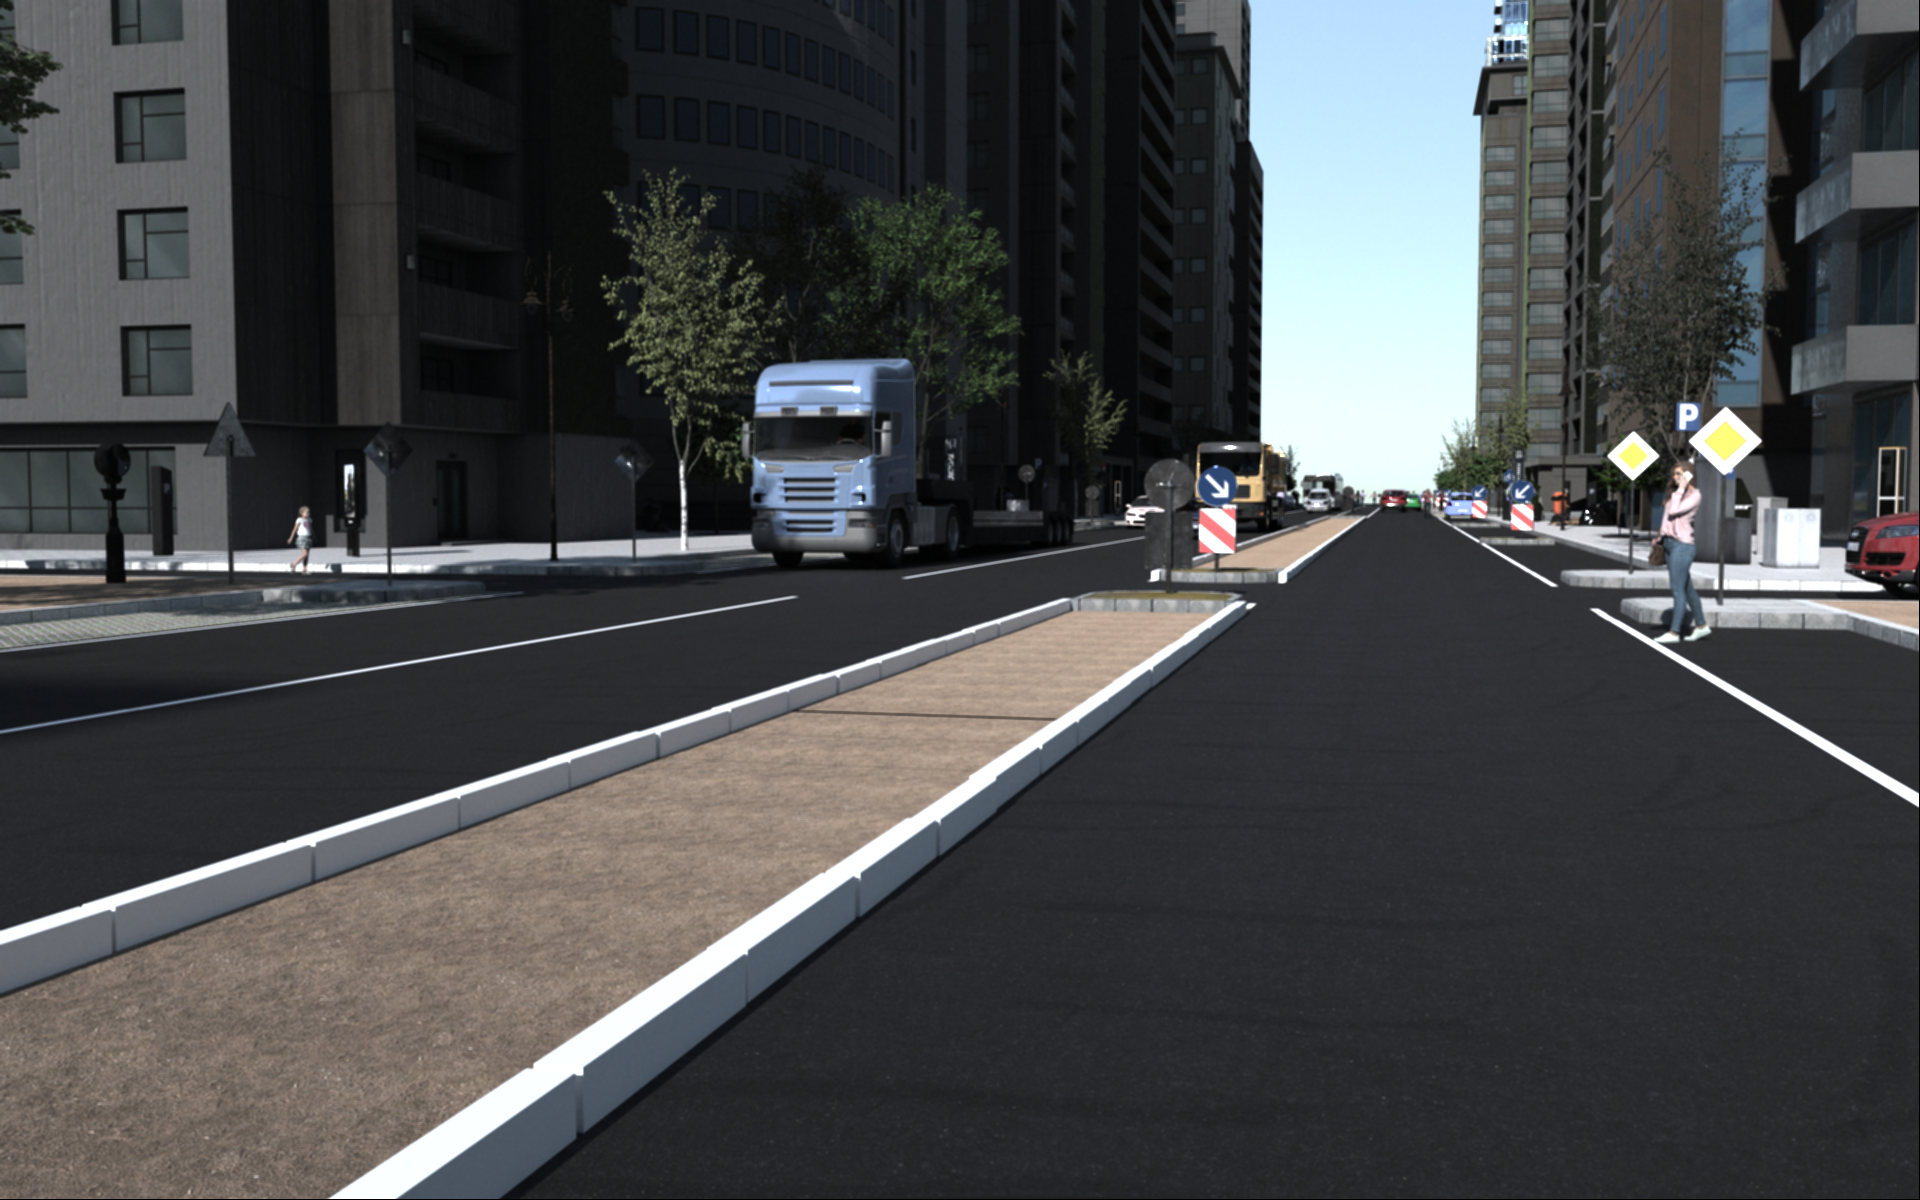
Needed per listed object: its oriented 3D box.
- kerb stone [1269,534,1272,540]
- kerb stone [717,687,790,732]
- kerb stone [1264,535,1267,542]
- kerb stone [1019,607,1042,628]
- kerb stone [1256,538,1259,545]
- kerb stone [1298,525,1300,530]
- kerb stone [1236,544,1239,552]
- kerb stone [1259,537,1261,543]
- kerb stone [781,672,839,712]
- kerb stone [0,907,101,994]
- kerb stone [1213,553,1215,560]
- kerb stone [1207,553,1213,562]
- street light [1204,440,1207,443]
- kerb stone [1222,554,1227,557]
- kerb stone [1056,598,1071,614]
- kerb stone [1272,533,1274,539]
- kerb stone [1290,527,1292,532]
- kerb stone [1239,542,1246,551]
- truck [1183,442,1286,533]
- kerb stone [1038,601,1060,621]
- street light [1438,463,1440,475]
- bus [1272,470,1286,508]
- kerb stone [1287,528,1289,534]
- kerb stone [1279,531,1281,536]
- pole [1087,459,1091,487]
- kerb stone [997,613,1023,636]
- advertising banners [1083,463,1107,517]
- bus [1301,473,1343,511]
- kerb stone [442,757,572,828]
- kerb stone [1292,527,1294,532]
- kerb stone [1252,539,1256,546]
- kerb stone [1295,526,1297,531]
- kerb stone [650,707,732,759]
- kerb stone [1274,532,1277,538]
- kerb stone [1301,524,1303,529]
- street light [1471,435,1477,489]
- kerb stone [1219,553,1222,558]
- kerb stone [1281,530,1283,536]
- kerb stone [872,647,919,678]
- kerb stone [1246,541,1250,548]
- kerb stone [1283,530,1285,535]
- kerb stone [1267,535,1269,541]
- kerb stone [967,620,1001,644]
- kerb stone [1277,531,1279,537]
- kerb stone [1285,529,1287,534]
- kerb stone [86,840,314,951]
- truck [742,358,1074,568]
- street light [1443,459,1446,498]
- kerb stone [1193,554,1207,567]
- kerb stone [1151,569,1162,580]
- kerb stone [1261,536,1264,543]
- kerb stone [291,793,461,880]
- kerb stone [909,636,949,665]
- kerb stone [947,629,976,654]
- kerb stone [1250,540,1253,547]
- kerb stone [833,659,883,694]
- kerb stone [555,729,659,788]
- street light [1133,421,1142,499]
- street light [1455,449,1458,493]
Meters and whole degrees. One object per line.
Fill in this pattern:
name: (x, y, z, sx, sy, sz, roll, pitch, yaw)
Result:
kerb stone: (9.392, -1.892, 53.130, 0.120, 0.150, 1.000, 1, 4, 14)
kerb stone: (-1.306, 0.694, 10.844, 0.120, 0.150, 1.000, 1, 4, 14)
kerb stone: (8.893, -1.771, 51.147, 0.120, 0.150, 1.000, 1, 4, 14)
kerb stone: (0.707, 0.208, 18.798, 0.120, 0.150, 1.000, 1, 4, 14)
kerb stone: (8.137, -1.585, 48.165, 0.120, 0.150, 1.000, 1, 4, 14)
kerb stone: (13.160, -2.801, 68.034, 0.120, 0.150, 1.000, 1, 4, 14)
kerb stone: (6.637, -1.223, 42.194, 0.120, 0.150, 1.000, 1, 4, 14)
kerb stone: (8.386, -1.649, 49.161, 0.120, 0.150, 1.000, 1, 4, 14)
kerb stone: (-1.058, 0.634, 11.837, 0.120, 0.150, 1.000, 1, 4, 14)
kerb stone: (-2.805, 1.058, 4.890, 0.120, 0.150, 1.000, 1, 4, 14)
kerb stone: (5.372, -0.917, 37.233, 0.120, 0.150, 1.000, 1, 4, 14)
kerb stone: (5.130, -0.859, 36.240, 0.120, 0.150, 1.000, 1, 4, 14)
street light: (20.447, -10.496, 144.403, 0.468, 5.910, 1.993, 1, 4, 14)
kerb stone: (5.877, -1.038, 39.220, 0.120, 0.150, 1.000, 1, 4, 14)
kerb stone: (1.204, 0.086, 20.794, 0.120, 0.150, 1.000, 1, 4, 14)
kerb stone: (9.645, -1.953, 54.124, 0.120, 0.150, 1.000, 1, 4, 14)
kerb stone: (11.909, -2.499, 63.051, 0.120, 0.150, 1.000, 1, 4, 14)
kerb stone: (7.136, -1.345, 44.190, 0.120, 0.150, 1.000, 1, 4, 14)
truck: (10.790, -4.316, 66.491, 3.469, 3.379, 9.791, 1, 4, 15)
kerb stone: (0.956, 0.149, 19.802, 0.120, 0.150, 1.000, 1, 4, 14)
street light: (70.299, -17.226, 254.433, 0.468, 5.910, 1.993, 1, 4, 14)
bus: (24.191, -8.920, 137.392, 2.896, 3.916, 12.252, 1, 4, 15)
kerb stone: (11.404, -2.377, 61.066, 0.120, 0.150, 1.000, 1, 4, 14)
kerb stone: (10.397, -2.133, 57.100, 0.120, 0.150, 1.000, 1, 4, 14)
pole: (7.367, -6.436, 99.079, 0.158, 3.312, 0.155, 0, 3, 0)
kerb stone: (0.460, 0.268, 17.806, 0.120, 0.150, 1.000, 1, 4, 14)
advertising banners: (7.510, -6.094, 95.827, 0.090, 3.025, 2.074, 3, 5, 42)
bus: (30.837, -9.298, 146.881, 2.948, 3.499, 13.247, 1, 4, 16)
kerb stone: (-2.063, 0.878, 7.868, 0.120, 0.150, 1.000, 1, 4, 14)
kerb stone: (12.154, -2.558, 64.047, 0.120, 0.150, 1.000, 1, 4, 14)
kerb stone: (7.882, -1.525, 47.168, 0.120, 0.150, 1.000, 1, 4, 14)
kerb stone: (12.661, -2.681, 66.037, 0.120, 0.150, 1.000, 1, 4, 14)
kerb stone: (-1.555, 0.760, 9.853, 0.120, 0.150, 1.000, 1, 4, 14)
kerb stone: (9.900, -2.013, 55.114, 0.120, 0.150, 1.000, 1, 4, 14)
kerb stone: (13.665, -2.925, 70.023, 0.120, 0.150, 1.000, 1, 4, 14)
street light: (40.142, -9.953, 135.518, 0.468, 5.910, 1.993, 1, 4, 14)
kerb stone: (5.620, -0.980, 38.225, 0.120, 0.150, 1.000, 1, 4, 14)
kerb stone: (10.645, -2.196, 58.092, 0.120, 0.150, 1.000, 1, 4, 14)
kerb stone: (-0.543, 0.512, 13.828, 0.120, 0.150, 1.000, 1, 4, 14)
kerb stone: (7.388, -1.406, 45.184, 0.120, 0.150, 1.000, 1, 4, 14)
kerb stone: (10.894, -2.256, 59.083, 0.120, 0.150, 1.000, 1, 4, 14)
kerb stone: (9.142, -1.831, 52.139, 0.120, 0.150, 1.000, 1, 4, 14)
kerb stone: (0.201, 0.329, 16.817, 0.120, 0.150, 1.000, 1, 4, 14)
kerb stone: (10.148, -2.074, 56.109, 0.120, 0.150, 1.000, 1, 4, 14)
kerb stone: (11.148, -2.317, 60.077, 0.120, 0.150, 1.000, 1, 4, 14)
kerb stone: (-2.560, 0.998, 5.882, 0.120, 0.150, 1.000, 1, 4, 14)
truck: (-0.459, -3.090, 40.278, 2.967, 4.110, 18.799, 1, 4, 16)
street light: (60.783, -14.956, 217.317, 0.468, 5.910, 1.993, 1, 4, 14)
kerb stone: (4.864, -0.798, 35.244, 0.120, 0.150, 1.000, 1, 4, 14)
kerb stone: (3.364, -0.432, 29.282, 0.120, 0.150, 1.000, 1, 4, 14)
kerb stone: (8.636, -1.710, 50.152, 0.120, 0.150, 1.000, 1, 4, 14)
kerb stone: (-2.308, 0.937, 6.875, 0.120, 0.150, 1.000, 1, 4, 14)
kerb stone: (-0.304, 0.450, 14.832, 0.120, 0.150, 1.000, 1, 4, 14)
kerb stone: (-0.055, 0.398, 15.824, 0.120, 0.150, 1.000, 1, 4, 14)
kerb stone: (7.637, -1.464, 46.175, 0.120, 0.150, 1.000, 1, 4, 14)
kerb stone: (-0.795, 0.577, 12.836, 0.120, 0.150, 1.000, 1, 4, 14)
kerb stone: (-1.817, 0.816, 8.860, 0.120, 0.150, 1.000, 1, 4, 14)
street light: (10.893, -8.193, 106.743, 0.468, 5.910, 1.993, 1, 4, 14)
street light: (49.603, -12.259, 173.219, 0.468, 5.910, 1.993, 1, 4, 14)
